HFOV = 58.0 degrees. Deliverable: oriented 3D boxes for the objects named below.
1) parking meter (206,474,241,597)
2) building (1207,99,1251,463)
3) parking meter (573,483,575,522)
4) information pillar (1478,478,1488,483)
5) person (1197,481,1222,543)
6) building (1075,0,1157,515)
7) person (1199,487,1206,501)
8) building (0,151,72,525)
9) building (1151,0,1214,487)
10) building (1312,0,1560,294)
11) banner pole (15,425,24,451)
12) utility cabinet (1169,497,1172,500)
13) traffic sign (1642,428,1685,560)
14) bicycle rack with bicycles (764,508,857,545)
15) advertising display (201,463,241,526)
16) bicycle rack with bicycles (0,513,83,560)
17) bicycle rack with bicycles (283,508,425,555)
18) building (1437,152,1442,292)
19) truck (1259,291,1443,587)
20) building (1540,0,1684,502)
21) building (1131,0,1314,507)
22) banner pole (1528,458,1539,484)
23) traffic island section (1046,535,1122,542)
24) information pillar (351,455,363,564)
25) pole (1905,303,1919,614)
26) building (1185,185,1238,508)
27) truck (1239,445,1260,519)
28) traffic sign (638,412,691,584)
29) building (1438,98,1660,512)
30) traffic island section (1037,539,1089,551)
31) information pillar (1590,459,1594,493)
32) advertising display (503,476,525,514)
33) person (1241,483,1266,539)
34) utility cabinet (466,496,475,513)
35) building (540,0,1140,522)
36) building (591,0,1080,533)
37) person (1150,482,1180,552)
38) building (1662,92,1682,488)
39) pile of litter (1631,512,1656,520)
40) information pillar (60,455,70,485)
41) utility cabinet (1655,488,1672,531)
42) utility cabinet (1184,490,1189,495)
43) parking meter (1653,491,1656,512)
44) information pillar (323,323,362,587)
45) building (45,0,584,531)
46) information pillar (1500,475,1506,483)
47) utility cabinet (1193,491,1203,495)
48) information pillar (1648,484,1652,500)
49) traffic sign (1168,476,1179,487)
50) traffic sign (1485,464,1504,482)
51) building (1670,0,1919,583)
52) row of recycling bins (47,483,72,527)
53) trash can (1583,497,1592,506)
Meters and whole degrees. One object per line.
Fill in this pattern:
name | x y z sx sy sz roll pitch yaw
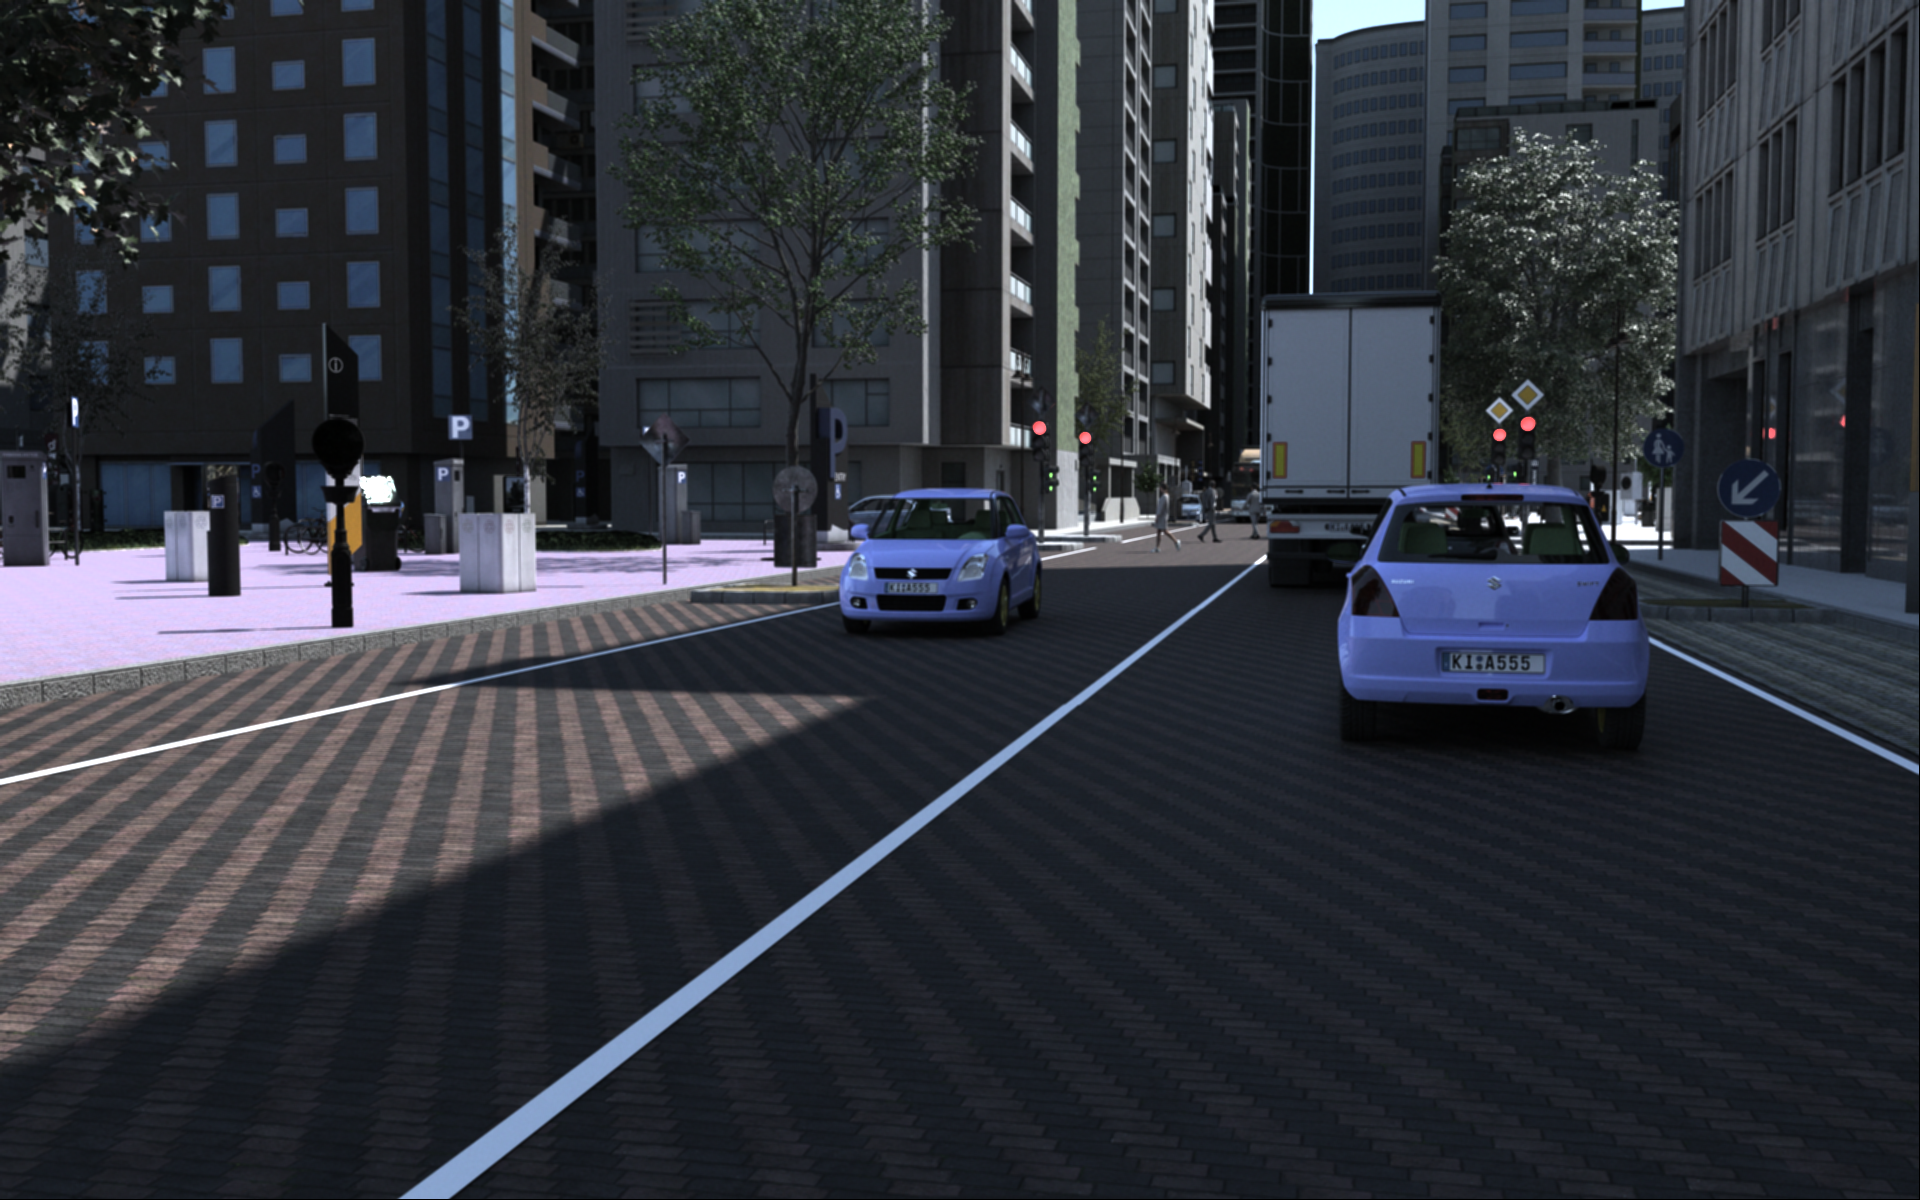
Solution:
parking meter | -9.282 -0.820 21.816 0.372 1.533 0.369 0 3 0
building | 21.692 -30.088 175.533 14.154 41.232 14.086 1 4 13
parking meter | -17.628 -4.535 79.851 0.255 1.863 0.399 1 4 12
information pillar | 23.220 -4.432 76.953 0.304 2.012 0.304 -1 4 -9
person | 7.424 -2.610 51.268 0.850 1.850 0.679 -1 4 -17
building | 4.463 -41.517 117.058 20.563 71.187 20.611 1 4 13
person | 12.794 -5.020 90.849 0.520 1.790 0.573 1 4 15
building | -51.753 -32.710 76.810 28.212 58.520 21.231 1 4 13
building | 6.429 -33.833 142.405 28.713 52.752 27.495 1 4 13
building | 57.978 -41.111 214.157 28.212 58.520 21.231 1 4 13
banner pole | -33.983 -4.444 62.680 0.401 3.779 0.863 -3 5 -44
utility cabinet | 13.286 -6.013 109.481 0.306 1.237 1.020 -1 4 -15
traffic sign | 13.638 -2.052 33.649 0.768 2.556 0.104 1 4 14
bicycle rack with bicycles | -3.653 -1.883 44.172 2.852 0.926 2.925 1 4 16
advertising display | -15.496 -1.905 36.364 0.123 1.923 0.974 1 4 19
bicycle rack with bicycles | -18.460 -1.235 33.574 2.852 0.926 2.925 2 4 34
bicycle rack with bicycles | -13.265 -1.460 37.255 2.925 0.926 2.852 1 4 11
building | 47.042 -22.831 144.984 14.160 30.474 14.107 1 4 13
truck | 6.611 -2.491 29.641 2.839 4.237 11.283 1 4 12
building | 85.707 -40.758 208.390 28.212 58.520 21.231 1 4 13
building | 33.663 -47.739 218.788 20.611 71.187 20.563 1 4 13
banner pole | 35.157 -7.124 106.497 0.863 3.779 0.401 0 4 6
traffic island section | 3.831 -1.868 52.819 2.009 0.180 2.903 1 4 13
information pillar | -11.092 -1.662 31.674 0.304 2.012 0.304 0 4 -6
pole | 10.302 -1.512 18.560 0.158 3.312 0.155 0 3 0
building | 18.408 -23.882 162.176 14.160 30.474 14.107 1 4 13
truck | 17.859 -6.915 101.970 2.839 4.237 11.283 1 4 13
traffic sign | -4.191 -1.428 24.536 0.795 2.450 0.064 1 4 15
building | 44.232 -21.987 131.182 14.160 30.474 14.107 1 4 13
traffic island section | 2.090 -1.391 45.025 2.009 0.180 2.903 1 4 13
information pillar | 41.691 -7.516 114.237 0.183 3.616 0.504 3 4 37
advertising display | -15.628 -3.403 60.856 0.123 1.923 0.974 2 4 35
person | 9.327 -2.818 54.849 0.678 1.792 0.850 -1 4 -18
utility cabinet | -32.034 -6.232 113.051 1.020 1.237 0.306 3 4 36
building | -7.464 -24.330 89.670 32.217 40.220 23.993 1 4 13
building | -3.731 -23.092 61.156 14.154 41.232 14.086 1 4 13
person | 5.059 -2.050 42.768 0.760 1.731 0.466 -1 4 -21
building | 82.360 -32.449 180.659 14.200 45.320 14.600 1 4 13
pile of litter | 33.648 -4.337 84.870 1.719 0.858 1.176 -1 4 -10
information pillar | -36.776 -4.878 71.111 0.504 3.616 0.183 1 4 11
utility cabinet | 24.190 -3.065 58.786 1.173 1.500 0.318 -1 4 -19
utility cabinet | 13.667 -5.850 104.330 0.318 1.500 1.173 0 4 6
parking meter | 42.731 -5.985 106.270 0.372 1.533 0.369 0 3 0
information pillar | -8.579 -1.999 24.041 0.183 3.616 0.504 3 5 43
building | -24.234 -25.464 66.451 14.200 45.320 14.600 1 4 13
information pillar | 21.161 -3.871 67.782 0.304 2.012 0.304 2 4 32
utility cabinet | 16.780 -6.813 120.070 1.173 1.500 0.318 1 4 23
information pillar | 41.177 -6.850 103.344 0.183 3.616 0.504 2 4 32
traffic sign | 11.847 -5.753 96.187 0.606 2.300 0.079 1 4 14
traffic sign | 22.221 -4.403 72.090 0.768 2.556 0.104 1 4 19
building | 20.432 -12.907 29.059 12.078 24.808 19.932 1 4 13
row of recycling bins | -36.025 -3.738 68.234 3.534 1.692 1.069 2 4 26
trash can | 26.342 -3.771 73.307 0.748 1.137 0.748 0 3 0
